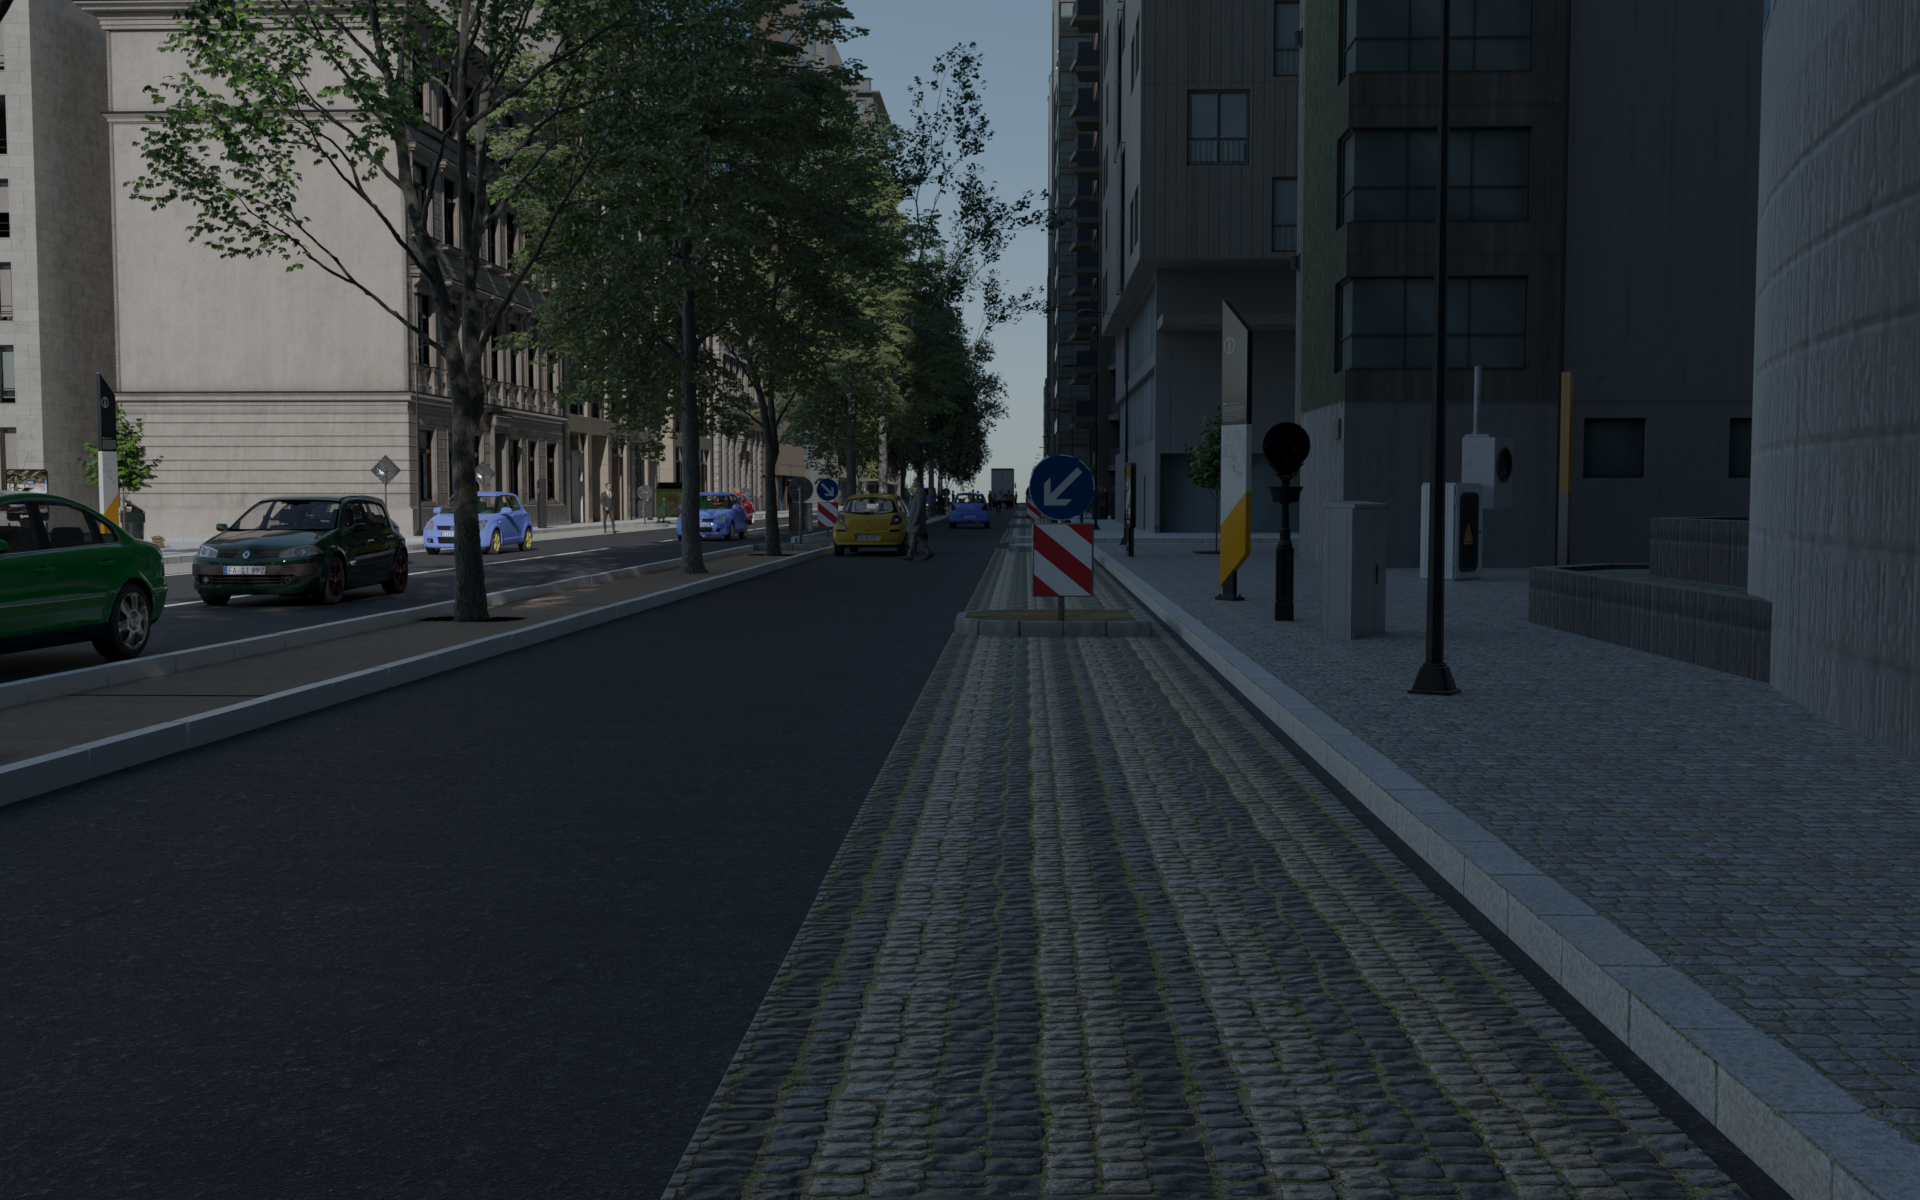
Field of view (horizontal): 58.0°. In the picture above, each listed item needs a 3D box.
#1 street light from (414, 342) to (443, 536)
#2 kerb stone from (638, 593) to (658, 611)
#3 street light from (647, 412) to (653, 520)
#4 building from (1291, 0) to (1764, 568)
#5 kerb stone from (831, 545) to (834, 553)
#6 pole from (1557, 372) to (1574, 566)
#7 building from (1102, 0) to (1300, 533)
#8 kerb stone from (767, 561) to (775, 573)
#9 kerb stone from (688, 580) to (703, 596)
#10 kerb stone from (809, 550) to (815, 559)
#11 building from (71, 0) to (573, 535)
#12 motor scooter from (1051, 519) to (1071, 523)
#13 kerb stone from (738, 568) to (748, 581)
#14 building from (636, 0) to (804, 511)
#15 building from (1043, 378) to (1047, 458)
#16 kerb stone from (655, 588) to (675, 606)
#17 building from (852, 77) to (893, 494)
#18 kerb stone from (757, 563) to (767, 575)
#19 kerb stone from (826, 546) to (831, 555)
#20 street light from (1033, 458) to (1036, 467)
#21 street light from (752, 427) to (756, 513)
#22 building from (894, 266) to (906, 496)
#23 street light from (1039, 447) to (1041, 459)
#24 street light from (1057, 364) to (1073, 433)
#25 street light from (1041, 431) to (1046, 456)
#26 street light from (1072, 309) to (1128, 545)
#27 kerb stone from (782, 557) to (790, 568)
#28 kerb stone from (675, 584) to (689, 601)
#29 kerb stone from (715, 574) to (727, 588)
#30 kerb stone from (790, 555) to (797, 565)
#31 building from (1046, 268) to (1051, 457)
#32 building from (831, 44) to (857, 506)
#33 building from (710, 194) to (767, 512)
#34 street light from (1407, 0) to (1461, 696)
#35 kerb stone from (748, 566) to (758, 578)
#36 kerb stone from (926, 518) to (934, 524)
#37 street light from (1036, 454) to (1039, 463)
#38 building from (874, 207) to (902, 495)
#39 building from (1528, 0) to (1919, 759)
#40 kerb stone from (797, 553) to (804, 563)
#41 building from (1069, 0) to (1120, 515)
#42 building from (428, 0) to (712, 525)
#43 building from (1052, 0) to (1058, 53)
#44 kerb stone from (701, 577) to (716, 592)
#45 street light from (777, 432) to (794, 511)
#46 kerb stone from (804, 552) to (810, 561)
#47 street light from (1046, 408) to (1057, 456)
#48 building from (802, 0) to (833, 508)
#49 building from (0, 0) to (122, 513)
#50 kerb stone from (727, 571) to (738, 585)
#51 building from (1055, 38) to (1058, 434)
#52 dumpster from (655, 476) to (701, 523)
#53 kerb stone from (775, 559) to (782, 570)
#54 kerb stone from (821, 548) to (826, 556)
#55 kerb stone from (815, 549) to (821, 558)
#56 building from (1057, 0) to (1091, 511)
[{"bbox_3d":[-15.895,-4.890,52.496,1.470,5.913,1.316,0,4,2],"label":"street light"},{"bbox_3d":[-3.952,0.046,21.520,0.120,0.150,1.000,0,4,2],"label":"kerb stone"},{"bbox_3d":[-14.642,-6.859,84.689,1.470,5.913,1.316,0,4,2],"label":"street light"},{"bbox_3d":[13.913,-16.149,35.737,14.160,30.474,14.107,0,4,2],"label":"building"},{"bbox_3d":[-3.184,-1.200,41.981,0.120,0.150,1.000,0,4,2],"label":"kerb stone"},{"bbox_3d":[10.134,-2.149,28.983,0.158,3.312,0.155,0,3,0],"label":"pole"},{"bbox_3d":[19.064,-29.165,66.085,27.495,52.752,28.713,0,4,2],"label":"building"},{"bbox_3d":[-3.570,-0.584,31.747,0.120,0.150,1.000,0,4,2],"label":"kerb stone"},{"bbox_3d":[-3.842,-0.146,24.596,0.120,0.150,1.000,0,4,2],"label":"kerb stone"},{"bbox_3d":[-3.345,-0.956,37.883,0.120,0.150,1.000,0,4,2],"label":"kerb stone"},{"bbox_3d":[-21.319,-12.092,62.331,10.561,19.102,19.286,0,4,2],"label":"building"},{"bbox_3d":[2.035,-1.350,34.855,0.815,1.314,1.986,0,4,3],"label":"motor scooter"},{"bbox_3d":[-3.686,-0.397,28.682,0.120,0.150,1.000,0,4,2],"label":"kerb stone"},{"bbox_3d":[-19.945,-29.613,134.291,14.600,45.320,14.200,0,4,2],"label":"building"},{"bbox_3d":[27.020,-26.086,271.549,27.650,21.520,28.899,0,4,2],"label":"building"},{"bbox_3d":[-3.910,-0.021,22.547,0.120,0.150,1.000,0,4,2],"label":"kerb stone"},{"bbox_3d":[-23.494,-38.850,224.439,28.713,52.752,27.495,0,4,2],"label":"building"},{"bbox_3d":[-3.602,-0.522,30.726,0.120,0.150,1.000,0,4,2],"label":"kerb stone"},{"bbox_3d":[-3.226,-1.142,40.950,0.120,0.150,1.000,0,4,2],"label":"kerb stone"},{"bbox_3d":[9.615,-14.079,202.734,1.470,5.913,1.316,0,4,2],"label":"street light"},{"bbox_3d":[-13.457,-8.828,116.884,1.470,5.913,1.316,0,4,2],"label":"street light"},{"bbox_3d":[-16.105,-36.213,275.684,14.154,41.232,14.086,0,4,2],"label":"building"},{"bbox_3d":[7.230,-10.130,138.161,1.470,5.913,1.316,0,4,2],"label":"street light"},{"bbox_3d":[4.319,-5.464,61.873,1.470,5.913,1.316,0,4,2],"label":"street light"},{"bbox_3d":[6.850,-9.432,126.755,1.470,5.913,1.316,0,4,2],"label":"street light"},{"bbox_3d":[3.656,-4.350,43.669,1.470,5.913,1.316,0,4,2],"label":"street light"},{"bbox_3d":[-3.488,-0.705,33.796,0.120,0.150,1.000,0,4,2],"label":"kerb stone"},{"bbox_3d":[-3.879,-0.077,23.574,0.120,0.150,1.000,0,4,2],"label":"kerb stone"},{"bbox_3d":[-3.768,-0.272,26.639,0.120,0.150,1.000,0,4,2],"label":"kerb stone"},{"bbox_3d":[-3.459,-0.768,34.818,0.120,0.150,1.000,0,4,2],"label":"kerb stone"},{"bbox_3d":[18.095,-27.522,221.687,14.160,30.474,14.107,0,4,2],"label":"building"},{"bbox_3d":[-22.423,-34.074,180.815,21.300,48.544,21.600,0,4,2],"label":"building"},{"bbox_3d":[-19.547,-17.652,117.488,11.050,23.489,19.941,0,4,2],"label":"building"},{"bbox_3d":[2.521,-2.354,11.033,1.470,5.913,1.316,0,4,2],"label":"street light"},{"bbox_3d":[-3.645,-0.457,29.704,0.120,0.150,1.000,0,4,2],"label":"kerb stone"},{"bbox_3d":[-1.512,-3.937,86.573,0.120,0.150,1.000,0,4,2],"label":"kerb stone"},{"bbox_3d":[8.456,-12.099,170.355,1.470,5.913,1.316,0,4,2],"label":"street light"},{"bbox_3d":[-19.882,-36.625,253.448,22.147,44.769,28.867,0,4,2],"label":"building"},{"bbox_3d":[14.899,-28.269,4.205,21.231,58.520,28.212,0,4,2],"label":"building"},{"bbox_3d":[-3.414,-0.834,35.839,0.120,0.150,1.000,0,4,2],"label":"kerb stone"},{"bbox_3d":[18.284,-27.935,111.369,22.147,44.769,28.867,0,4,2],"label":"building"},{"bbox_3d":[-25.476,-17.415,89.248,19.350,26.468,34.151,0,4,2],"label":"building"},{"bbox_3d":[20.396,-39.475,187.408,21.231,58.520,28.212,0,4,2],"label":"building"},{"bbox_3d":[-3.800,-0.209,25.617,0.120,0.150,1.000,0,4,2],"label":"kerb stone"},{"bbox_3d":[-12.976,-9.556,128.783,1.470,5.913,1.316,0,4,2],"label":"street light"},{"bbox_3d":[-3.379,-0.897,36.861,0.120,0.150,1.000,0,4,2],"label":"kerb stone"},{"bbox_3d":[5.577,-7.433,94.066,1.470,5.913,1.316,0,4,2],"label":"street light"},{"bbox_3d":[-23.496,-37.505,155.202,21.231,58.520,28.212,0,4,2],"label":"building"},{"bbox_3d":[-36.020,-12.406,57.590,16.860,20.320,10.420,0,4,2],"label":"building"},{"bbox_3d":[-3.728,-0.330,27.661,0.120,0.150,1.000,0,4,2],"label":"kerb stone"},{"bbox_3d":[19.983,-32.954,158.413,23.786,49.044,30.456,0,4,2],"label":"building"},{"bbox_3d":[-13.191,-4.654,81.045,1.985,2.255,1.502,0,4,3],"label":"dumpster"},{"bbox_3d":[-3.540,-0.642,32.770,0.120,0.150,1.000,0,4,2],"label":"kerb stone"},{"bbox_3d":[-3.265,-1.085,39.928,0.120,0.150,1.000,0,4,2],"label":"kerb stone"},{"bbox_3d":[-3.302,-1.022,38.906,0.120,0.150,1.000,0,4,2],"label":"kerb stone"},{"bbox_3d":[14.656,-27.686,136.266,14.154,41.232,14.086,0,4,2],"label":"building"}]
